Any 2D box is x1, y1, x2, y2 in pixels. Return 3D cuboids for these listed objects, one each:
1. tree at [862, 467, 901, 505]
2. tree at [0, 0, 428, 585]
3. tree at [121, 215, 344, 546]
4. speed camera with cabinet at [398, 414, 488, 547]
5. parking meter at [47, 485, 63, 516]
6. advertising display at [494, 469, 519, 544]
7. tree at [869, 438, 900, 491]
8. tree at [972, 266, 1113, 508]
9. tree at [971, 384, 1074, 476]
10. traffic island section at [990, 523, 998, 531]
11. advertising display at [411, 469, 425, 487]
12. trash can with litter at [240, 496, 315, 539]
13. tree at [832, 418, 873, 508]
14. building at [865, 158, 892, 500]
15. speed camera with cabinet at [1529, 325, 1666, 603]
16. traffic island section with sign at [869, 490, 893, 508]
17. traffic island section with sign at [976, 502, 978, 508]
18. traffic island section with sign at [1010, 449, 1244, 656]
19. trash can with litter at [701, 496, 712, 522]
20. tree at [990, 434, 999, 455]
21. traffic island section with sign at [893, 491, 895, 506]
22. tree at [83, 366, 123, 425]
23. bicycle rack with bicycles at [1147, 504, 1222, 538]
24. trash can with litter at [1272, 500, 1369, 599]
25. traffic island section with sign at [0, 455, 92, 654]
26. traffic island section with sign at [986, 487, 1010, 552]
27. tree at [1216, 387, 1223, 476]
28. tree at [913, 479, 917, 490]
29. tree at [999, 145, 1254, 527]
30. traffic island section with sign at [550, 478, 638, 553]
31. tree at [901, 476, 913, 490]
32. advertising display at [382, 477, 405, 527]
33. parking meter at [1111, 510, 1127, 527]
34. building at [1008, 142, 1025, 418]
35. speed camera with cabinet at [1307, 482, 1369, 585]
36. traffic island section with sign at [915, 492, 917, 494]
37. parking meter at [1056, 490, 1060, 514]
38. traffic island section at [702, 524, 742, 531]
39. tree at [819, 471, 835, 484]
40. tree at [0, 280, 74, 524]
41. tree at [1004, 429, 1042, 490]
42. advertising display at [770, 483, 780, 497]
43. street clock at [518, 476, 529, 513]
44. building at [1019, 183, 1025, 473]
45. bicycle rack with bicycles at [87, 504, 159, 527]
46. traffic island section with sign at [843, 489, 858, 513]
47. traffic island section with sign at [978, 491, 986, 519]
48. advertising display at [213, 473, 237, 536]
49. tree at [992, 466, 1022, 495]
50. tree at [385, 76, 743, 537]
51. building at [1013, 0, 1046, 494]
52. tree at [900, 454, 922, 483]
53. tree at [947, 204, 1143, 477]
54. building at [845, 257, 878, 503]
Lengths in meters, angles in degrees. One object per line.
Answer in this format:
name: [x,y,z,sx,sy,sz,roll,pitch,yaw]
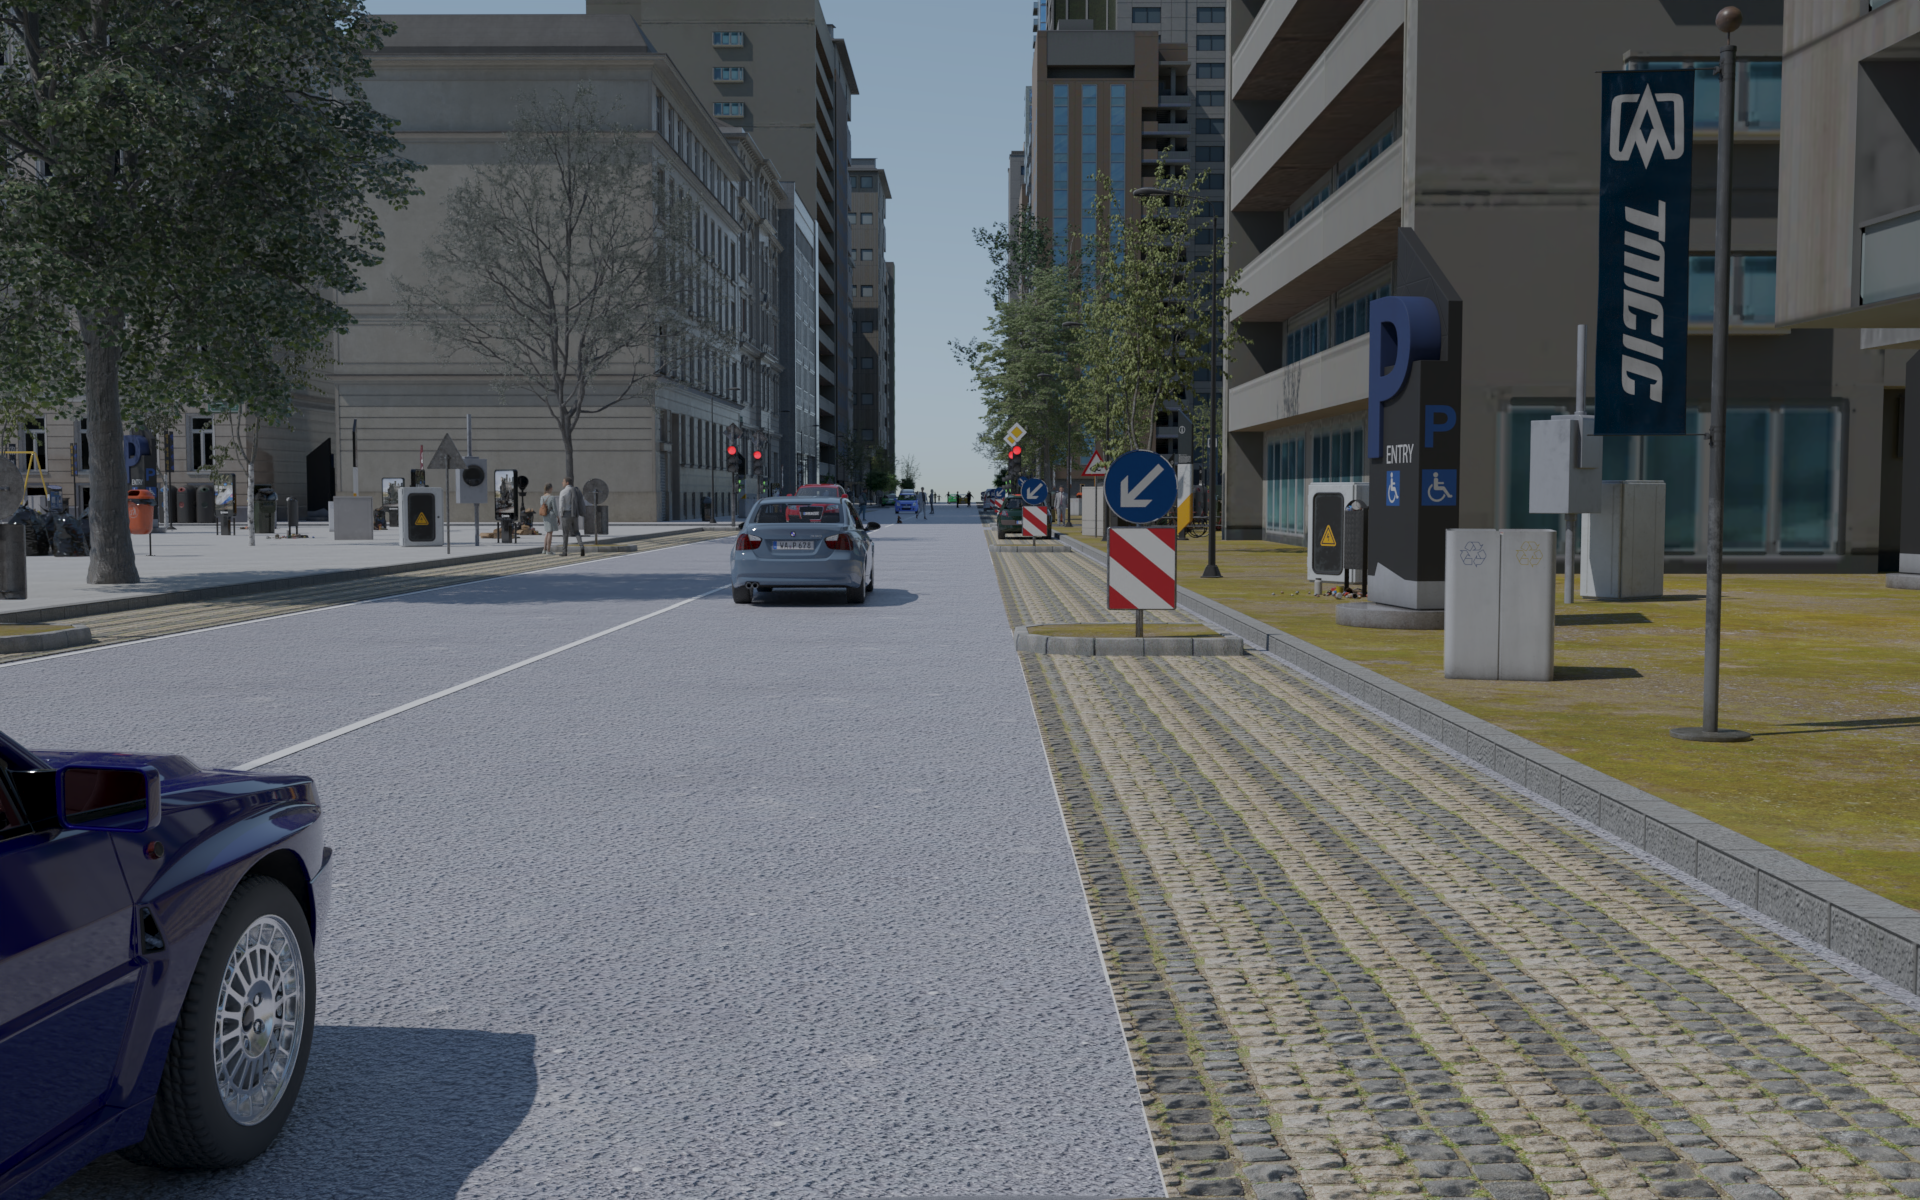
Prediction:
tree: [-10.374,-14.974,228.534,4.285,4.588,4.351,0,3,0]
tree: [-12.117,-7.205,24.451,9.857,13.997,8.962,0,3,0]
tree: [-17.523,-5.656,42.836,4.360,8.622,3.978,0,3,0]
speed camera with cabinet: [-12.675,-2.943,42.449,2.038,3.252,0.660,-2,4,-26]
parking meter: [-25.043,-2.418,47.950,0.372,1.533,0.369,0,3,0]
advertising display: [-11.800,-2.437,45.054,0.974,1.923,0.123,3,5,44]
tree: [-10.000,-16.596,221.706,4.737,8.622,4.395,0,3,0]
tree: [4.221,-10.287,86.315,7.486,12.596,7.792,0,3,0]
tree: [5.132,-12.821,144.031,8.767,10.594,7.601,-1,4,-9]
traffic island section: [2.239,-2.786,67.827,2.009,0.180,2.903,0,4,0]
advertising display: [-14.007,-2.422,44.808,0.123,1.923,0.974,0,4,-3]
trash can with litter: [-19.547,-2.386,50.071,1.678,1.210,2.233,0,4,2]
tree: [-10.140,-13.115,164.793,4.360,8.622,3.978,0,3,0]
building: [-25.614,-41.907,274.411,28.713,52.752,27.495,0,4,0]
speed camera with cabinet: [7.712,-1.624,20.892,2.038,3.252,0.660,-3,4,-37]
traffic island section with sign: [-8.086,-10.138,174.389,1.989,1.847,2.006,0,4,0]
traffic island section with sign: [2.352,-7.147,125.482,1.989,1.847,2.006,0,4,0]
traffic island section with sign: [1.509,-0.461,16.171,1.989,1.847,2.006,0,4,0]
trash can with litter: [-11.777,-4.263,81.083,0.624,1.170,1.055,-1,4,-19]
tree: [4.748,-11.357,136.056,4.737,8.622,4.395,0,3,0]
traffic island section with sign: [-7.871,-11.823,201.939,1.989,1.847,2.006,0,4,0]
tree: [-30.239,-7.024,65.207,4.360,8.622,3.978,0,3,0]
bicycle rack with bicycles: [6.618,-2.318,51.278,2.925,0.926,2.852,1,4,23]
trash can with litter: [4.953,-0.628,21.328,1.678,1.210,2.233,-1,4,-13]
traffic island section with sign: [-9.310,-0.456,16.087,1.989,1.847,2.006,0,4,0]
traffic island section with sign: [1.722,-2.110,43.125,1.989,1.847,2.006,0,4,0]
tree: [16.892,-9.304,102.480,4.360,8.622,3.978,0,3,0]
tree: [-9.184,-19.423,301.286,4.285,4.588,4.351,0,3,0]
tree: [4.135,-5.341,37.681,4.737,8.622,4.395,0,3,0]
traffic island section with sign: [-9.103,-2.105,43.042,1.989,1.847,2.006,0,4,0]
tree: [-9.698,-15.614,239.005,4.285,4.588,4.351,0,3,0]
advertising display: [-22.034,-3.802,67.383,0.974,1.923,0.123,1,4,16]
parking meter: [4.145,-2.420,45.275,0.399,1.863,0.255,-3,4,-39]
building: [18.689,-46.079,295.385,21.231,58.520,28.212,0,4,0]
speed camera with cabinet: [5.803,-1.841,24.435,0.660,3.252,2.038,-2,4,-31]
traffic island section with sign: [-7.224,-16.920,285.273,1.989,1.847,2.006,0,4,0]
parking meter: [6.376,-6.308,111.549,0.372,1.533,0.369,0,3,0]
traffic island section: [-8.902,-2.791,67.917,2.009,0.180,2.903,0,4,0]
tree: [-10.514,-8.889,139.941,1.663,3.219,1.824,0,3,0]
tree: [-30.564,-6.412,55.192,4.737,8.622,4.395,0,3,0]
tree: [5.851,-12.504,154.806,4.360,8.622,3.978,0,3,0]
advertising display: [-10.595,-5.754,99.289,0.123,1.923,0.974,1,4,21]
street clock: [-17.079,-3.856,67.623,0.471,2.002,0.358,0,4,-7]
building: [15.343,-36.263,243.009,14.600,45.320,14.200,0,4,0]
bicycle rack with bicycles: [-28.815,-2.839,59.807,2.852,0.926,2.925,-2,4,-24]
traffic island section with sign: [-8.451,-7.164,125.761,1.989,1.847,2.006,0,4,0]
traffic island section with sign: [2.146,-5.477,98.169,1.989,1.847,2.006,0,4,0]
advertising display: [-22.783,-2.965,53.698,0.974,1.923,0.123,2,4,32]
tree: [5.145,-11.967,179.375,4.285,4.588,4.351,0,3,0]
tree: [-11.695,-8.635,51.551,12.009,13.543,11.850,0,3,0]
building: [18.788,-58.207,264.348,22.319,86.520,31.000,0,4,0]
tree: [-9.140,-22.026,310.478,4.360,8.622,3.978,0,3,0]
tree: [5.586,-15.626,111.372,12.611,20.169,13.585,0,3,0]
building: [-28.083,-34.059,248.749,32.217,40.220,23.993,0,4,0]
